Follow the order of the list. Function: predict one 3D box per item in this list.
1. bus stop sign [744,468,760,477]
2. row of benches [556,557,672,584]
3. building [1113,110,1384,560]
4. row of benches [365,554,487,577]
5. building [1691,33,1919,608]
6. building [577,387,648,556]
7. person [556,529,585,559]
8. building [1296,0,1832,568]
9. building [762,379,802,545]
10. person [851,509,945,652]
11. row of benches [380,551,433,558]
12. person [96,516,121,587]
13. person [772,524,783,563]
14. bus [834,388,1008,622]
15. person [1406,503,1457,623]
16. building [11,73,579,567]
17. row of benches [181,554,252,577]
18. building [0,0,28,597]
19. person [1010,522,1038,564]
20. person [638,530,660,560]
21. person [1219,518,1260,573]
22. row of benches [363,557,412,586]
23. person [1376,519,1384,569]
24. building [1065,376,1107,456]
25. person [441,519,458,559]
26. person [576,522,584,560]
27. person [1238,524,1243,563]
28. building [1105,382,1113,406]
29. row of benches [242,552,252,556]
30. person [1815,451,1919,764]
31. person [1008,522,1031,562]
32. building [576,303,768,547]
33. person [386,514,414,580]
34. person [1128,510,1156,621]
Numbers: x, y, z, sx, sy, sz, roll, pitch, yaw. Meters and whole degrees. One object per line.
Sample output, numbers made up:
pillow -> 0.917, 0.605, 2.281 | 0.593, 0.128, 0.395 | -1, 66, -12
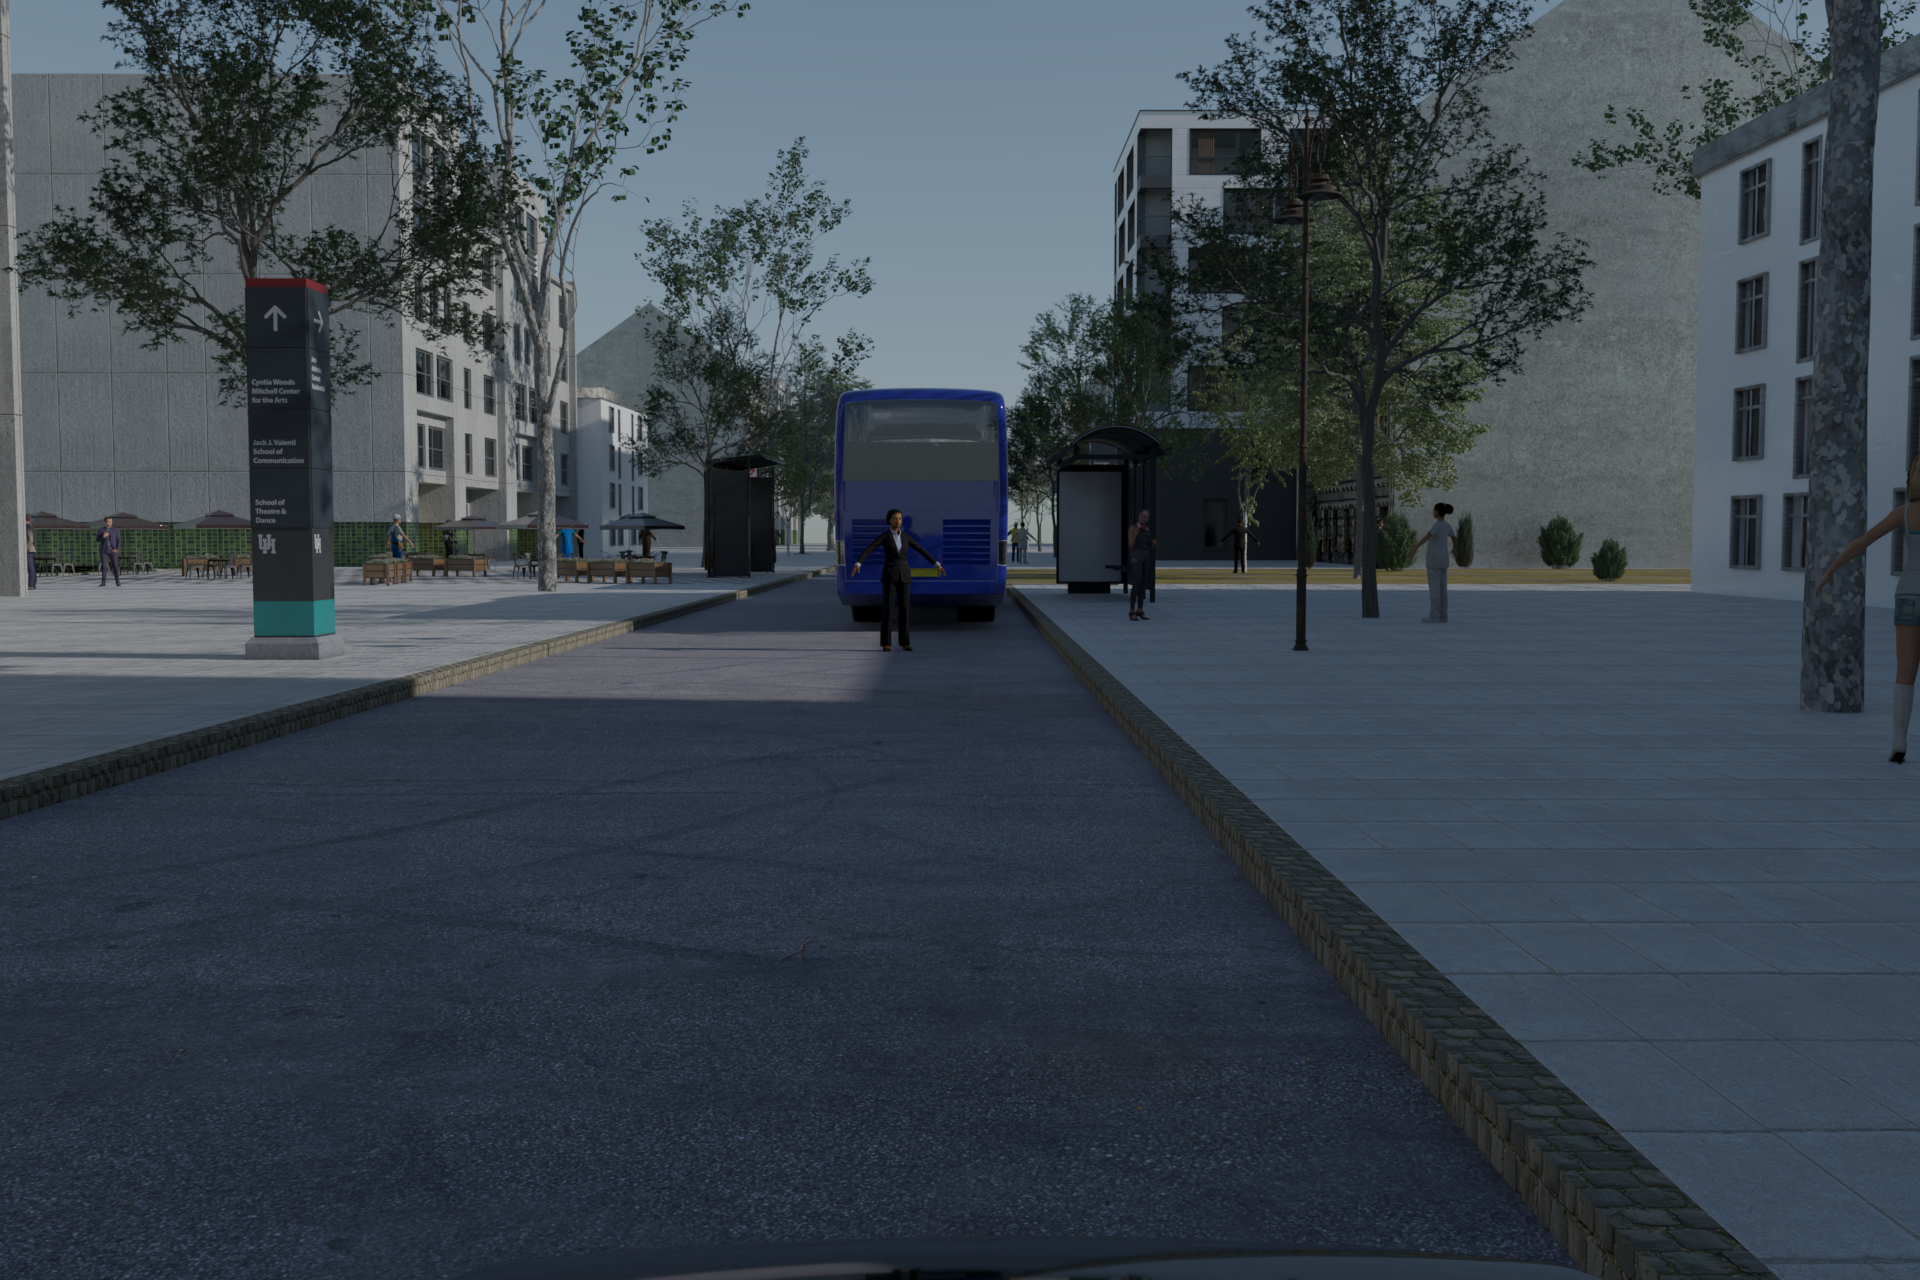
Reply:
bus stop sign -> -7.128, -4.335, 59.585 | 0.855, 3.939, 0.416 | 0, 4, 0
row of benches -> -9.284, -1.843, 45.601 | 4.104, 0.672, 1.422 | 2, 4, 35
building -> 22.559, -15.665, 100.092 | 27.936, 21.610, 32.646 | 0, 3, 0
row of benches -> -16.314, -2.274, 52.646 | 4.104, 0.672, 1.422 | 1, 4, 20
building -> 20.605, -5.014, 24.131 | 9.099, 9.664, 28.070 | 0, 4, 0
building -> -24.816, -10.468, 113.294 | 9.099, 9.664, 28.070 | 0, 4, 1
person -> -14.374, -3.504, 63.419 | 1.347, 1.817, 0.704 | -3, 5, -41
building -> 25.494, -14.848, 73.699 | 19.493, 23.208, 18.063 | 0, 3, 0
building -> -29.001, -21.117, 211.713 | 16.747, 18.905, 31.486 | 0, 4, 0
person -> -0.757, -0.730, 21.117 | 1.216, 1.740, 0.721 | -1, 4, -22
row of benches -> -19.634, -2.799, 61.219 | 1.422, 0.672, 4.104 | 0, 4, 2
person -> -20.782, -2.160, 42.275 | 0.541, 1.710, 0.530 | -1, 4, -15
person -> -8.404, -4.360, 77.414 | 1.348, 1.813, 0.705 | -3, 5, -43
bus -> -0.629, -2.425, 31.197 | 2.896, 3.916, 12.251 | 0, 4, -1
person -> 6.893, -1.128, 25.208 | 1.217, 1.739, 0.721 | -3, 5, -42
building -> -30.049, -13.223, 82.653 | 16.747, 18.905, 31.486 | 0, 4, 0
row of benches -> -21.737, -2.321, 53.405 | 4.104, 0.672, 1.422 | -2, 4, -31
building -> -27.595, -9.358, 19.462 | 16.747, 18.905, 31.486 | 0, 3, 0
person -> 2.729, -4.206, 74.949 | 1.347, 1.806, 0.705 | 2, 4, 31
person -> -11.771, -3.613, 65.217 | 0.704, 1.812, 1.346 | -3, 5, -43
person -> 9.154, -3.089, 56.724 | 1.346, 1.802, 0.704 | 0, 4, 1
row of benches -> -14.833, -1.800, 44.900 | 1.422, 0.672, 4.104 | -1, 4, -9
person -> 15.390, -3.517, 63.435 | 0.705, 1.837, 1.347 | 2, 4, 34
building -> 21.741, -22.333, 196.070 | 19.493, 23.208, 18.063 | 0, 4, 0
person -> -19.680, -3.732, 66.804 | 0.705, 1.856, 1.354 | 0, 4, -1
person -> -17.120, -4.395, 78.046 | 0.705, 1.806, 1.347 | -1, 4, -21
person -> 12.236, -4.228, 75.935 | 0.721, 1.733, 1.217 | 1, 4, 20
building -> 20.572, -20.021, 183.768 | 16.016, 20.090, 11.380 | 0, 4, 0
row of benches -> -23.617, -2.719, 59.917 | 1.422, 0.672, 4.104 | 0, 4, 8
person -> 5.416, -0.186, 9.652 | 1.214, 1.753, 0.721 | 3, 5, 40
person -> 2.546, -4.448, 78.691 | 1.349, 1.833, 0.705 | 1, 4, 16
building -> -29.564, -20.985, 174.039 | 19.493, 23.208, 18.063 | 0, 4, -1
person -> -15.845, -2.629, 48.834 | 1.347, 1.847, 0.705 | 3, 5, 41
person -> 2.708, -1.116, 25.764 | 0.415, 1.643, 0.593 | 0, 4, 6
